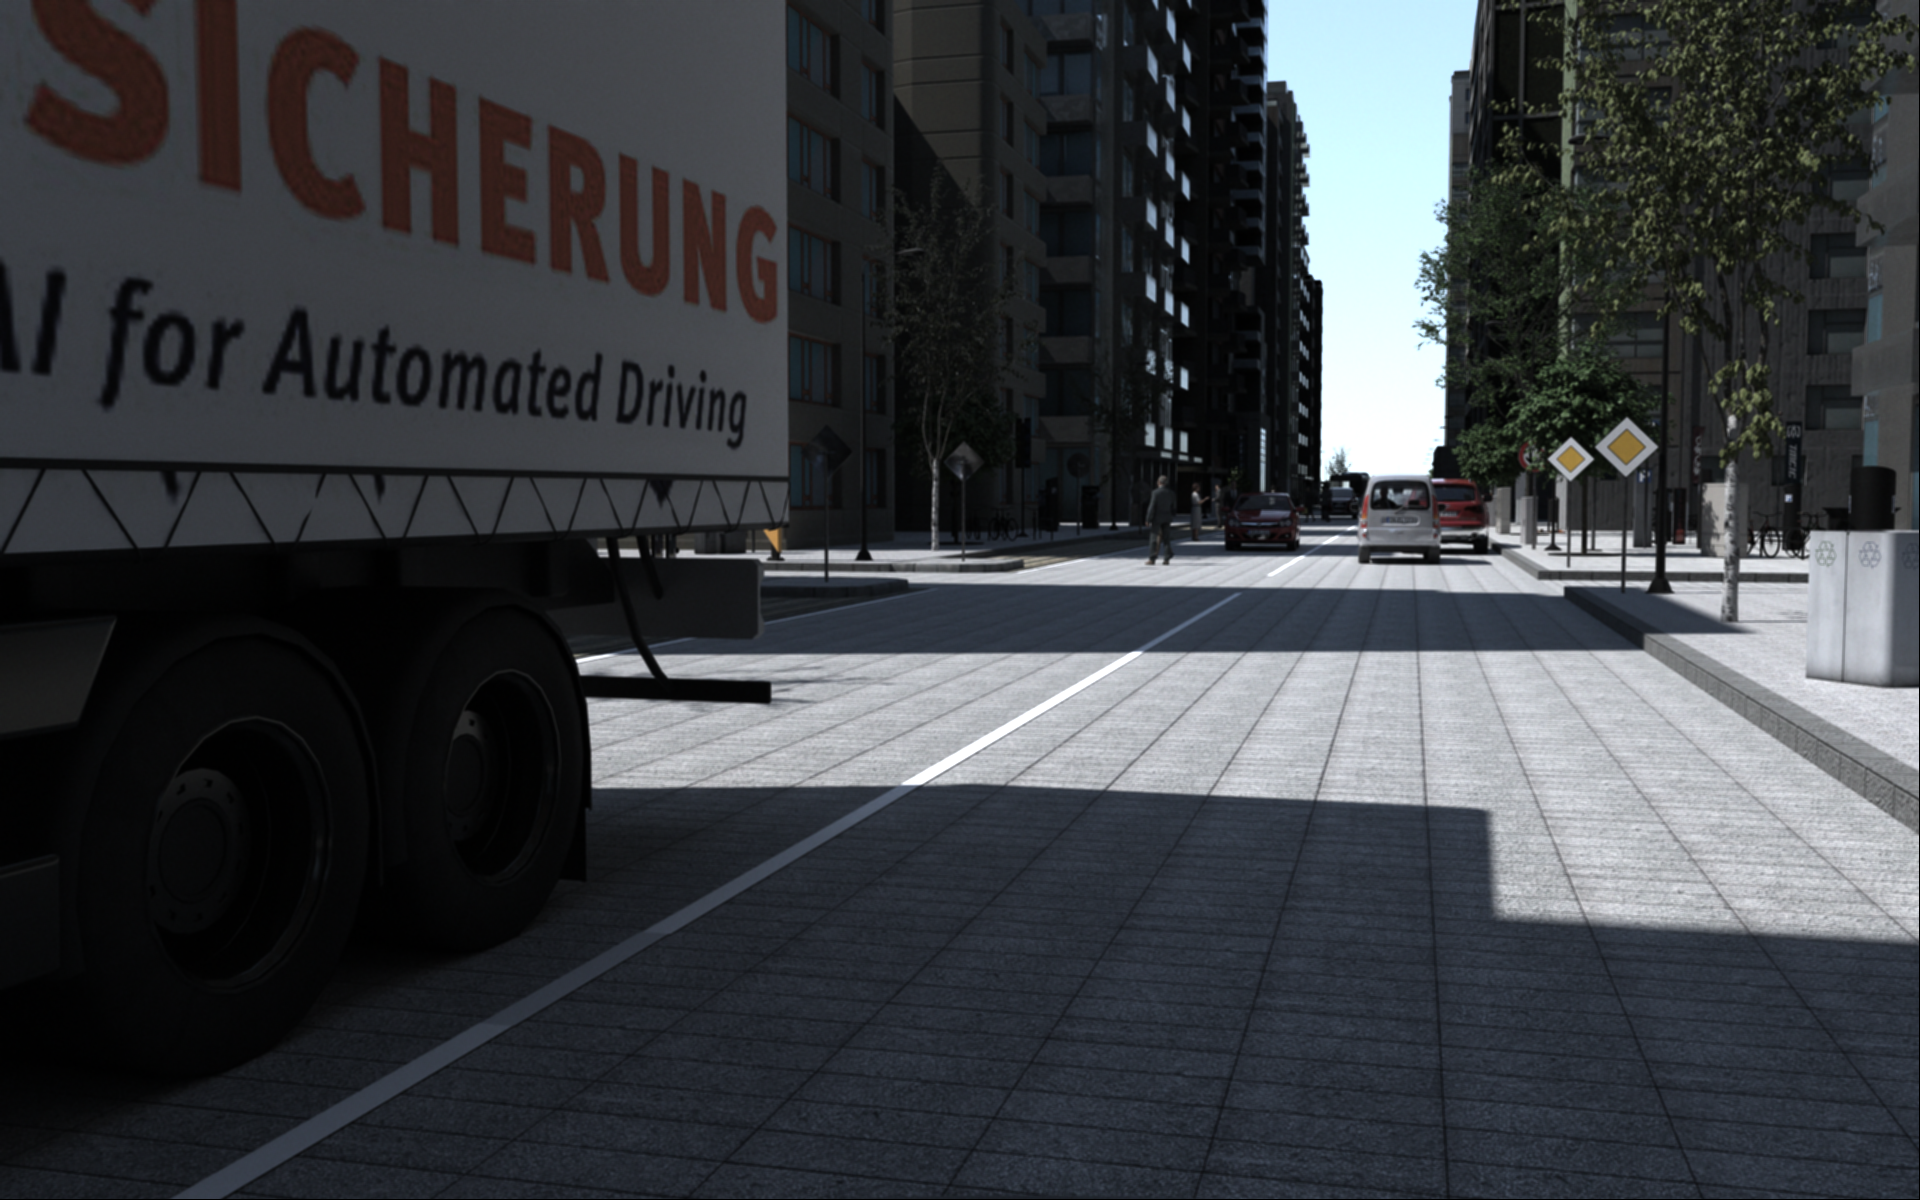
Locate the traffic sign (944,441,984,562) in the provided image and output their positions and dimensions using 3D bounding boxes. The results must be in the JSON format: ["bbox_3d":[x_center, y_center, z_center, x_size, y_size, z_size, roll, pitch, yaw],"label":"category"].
[{"bbox_3d":[0.068,-1.789,32.888,0.795,2.450,0.064,1,4,15],"label":"traffic sign"}]

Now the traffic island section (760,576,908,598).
[{"bbox_3d":[-1.964,-0.180,25.226,2.009,0.180,2.903,1,4,15],"label":"traffic island section"}]

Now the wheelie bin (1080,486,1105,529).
[{"bbox_3d":[4.854,-3.432,64.022,0.980,1.594,0.693,0,4,7],"label":"wheelie bin"}]

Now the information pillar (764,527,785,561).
[{"bbox_3d":[-3.595,-2.561,33.220,0.183,3.616,0.504,-3,5,-42],"label":"information pillar"}]

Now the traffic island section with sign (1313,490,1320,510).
[{"bbox_3d":[31.934,-8.998,155.741,1.989,1.847,2.006,1,4,15],"label":"traffic island section with sign"}]

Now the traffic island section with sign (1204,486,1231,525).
[{"bbox_3d":[12.469,-4.412,80.761,1.989,1.847,2.006,1,4,15],"label":"traffic island section with sign"}]

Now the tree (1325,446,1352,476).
[{"bbox_3d":[56.530,-18.858,258.693,4.737,8.622,4.395,0,3,0],"label":"tree"}]

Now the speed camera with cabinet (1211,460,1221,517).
[{"bbox_3d":[14.778,-6.451,99.817,0.660,3.252,2.038,1,4,8],"label":"speed camera with cabinet"}]

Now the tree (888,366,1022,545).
[{"bbox_3d":[-0.135,-3.714,44.435,4.285,4.588,4.351,0,3,0],"label":"tree"}]

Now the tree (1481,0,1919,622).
[{"bbox_3d":[7.493,-4.083,17.112,4.737,8.622,4.395,0,3,0],"label":"tree"}]

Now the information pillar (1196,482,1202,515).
[{"bbox_3d":[14.390,-6.120,104.558,0.304,2.012,0.304,3,5,40],"label":"information pillar"}]

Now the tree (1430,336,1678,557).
[{"bbox_3d":[13.026,-3.210,36.203,4.285,4.588,4.351,0,3,0],"label":"tree"}]

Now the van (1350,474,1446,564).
[{"bbox_3d":[9.353,-1.832,36.967,2.013,2.044,4.112,1,4,13],"label":"van"}]

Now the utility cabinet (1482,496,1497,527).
[{"bbox_3d":[20.788,-3.461,67.747,1.020,1.237,0.306,1,4,17],"label":"utility cabinet"}]

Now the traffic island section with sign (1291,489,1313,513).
[{"bbox_3d":[25.169,-7.402,129.645,1.989,1.847,2.006,1,4,15],"label":"traffic island section with sign"}]

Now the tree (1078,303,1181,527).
[{"bbox_3d":[6.388,-7.116,66.704,4.360,8.622,3.978,0,3,0],"label":"tree"}]

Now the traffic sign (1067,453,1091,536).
[{"bbox_3d":[3.658,-3.265,53.496,0.768,2.556,0.104,1,4,19],"label":"traffic sign"}]

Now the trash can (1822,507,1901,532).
[{"bbox_3d":[9.513,-0.408,18.320,0.748,1.137,0.748,0,3,0],"label":"trash can"}]

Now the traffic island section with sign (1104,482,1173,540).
[{"bbox_3d":[5.691,-2.816,54.669,1.989,1.847,2.006,1,4,15],"label":"traffic island section with sign"}]

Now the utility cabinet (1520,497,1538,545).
[{"bbox_3d":[14.603,-2.038,44.476,0.306,1.237,1.020,1,4,11],"label":"utility cabinet"}]

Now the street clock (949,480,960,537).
[{"bbox_3d":[-0.153,-2.894,51.890,0.358,2.002,0.471,0,4,-6],"label":"street clock"}]

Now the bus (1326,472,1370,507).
[{"bbox_3d":[32.081,-9.020,142.334,2.948,3.499,13.247,1,4,16],"label":"bus"}]

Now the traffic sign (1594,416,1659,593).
[{"bbox_3d":[8.601,-1.148,22.410,0.795,2.450,0.064,1,4,15],"label":"traffic sign"}]

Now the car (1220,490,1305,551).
[{"bbox_3d":[7.913,-2.209,45.149,2.155,1.783,4.494,1,4,13],"label":"car"}]

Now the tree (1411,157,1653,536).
[{"bbox_3d":[17.706,-7.839,53.928,9.928,11.665,9.643,0,3,0],"label":"tree"}]

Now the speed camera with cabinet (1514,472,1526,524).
[{"bbox_3d":[24.069,-4.876,74.059,0.660,3.252,2.038,1,4,20],"label":"speed camera with cabinet"}]

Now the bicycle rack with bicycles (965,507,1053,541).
[{"bbox_3d":[1.438,-2.144,48.444,2.852,0.926,2.925,0,4,-7],"label":"bicycle rack with bicycles"}]

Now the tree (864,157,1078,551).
[{"bbox_3d":[-0.368,-5.423,39.036,4.360,8.622,3.978,0,3,0],"label":"tree"}]

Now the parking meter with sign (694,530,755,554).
[{"bbox_3d":[-5.027,-2.520,37.460,0.543,3.016,1.738,2,4,34],"label":"parking meter with sign"}]

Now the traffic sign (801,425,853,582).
[{"bbox_3d":[-1.940,-1.316,25.159,0.795,2.450,0.064,1,4,15],"label":"traffic sign"}]

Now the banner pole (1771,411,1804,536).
[{"bbox_3d":[25.061,-3.821,52.488,0.863,3.779,0.401,1,4,9],"label":"banner pole"}]

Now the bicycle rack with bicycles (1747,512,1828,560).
[{"bbox_3d":[17.207,-1.293,34.524,2.852,0.926,2.925,0,4,1],"label":"bicycle rack with bicycles"}]

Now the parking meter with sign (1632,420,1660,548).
[{"bbox_3d":[16.433,-2.772,41.578,0.543,3.016,1.738,1,4,19],"label":"parking meter with sign"}]

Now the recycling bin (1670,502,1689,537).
[{"bbox_3d":[21.473,-2.420,52.114,0.722,1.027,0.722,2,4,32],"label":"recycling bin"}]

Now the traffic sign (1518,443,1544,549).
[{"bbox_3d":[13.332,-2.450,40.158,0.768,2.556,0.104,1,4,19],"label":"traffic sign"}]

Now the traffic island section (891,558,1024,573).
[{"bbox_3d":[0.043,-0.653,32.956,2.009,0.180,2.903,1,4,15],"label":"traffic island section"}]

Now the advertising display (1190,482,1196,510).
[{"bbox_3d":[12.273,-5.264,91.288,0.123,1.923,0.974,0,4,-2],"label":"advertising display"}]

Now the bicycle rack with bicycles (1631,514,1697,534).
[{"bbox_3d":[22.733,-2.527,54.696,2.925,0.926,2.852,0,4,6],"label":"bicycle rack with bicycles"}]

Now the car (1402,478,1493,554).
[{"bbox_3d":[12.077,-2.106,43.112,2.281,1.827,5.304,1,4,16],"label":"car"}]

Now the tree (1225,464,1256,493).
[{"bbox_3d":[18.962,-7.392,115.462,1.663,3.219,1.824,0,3,0],"label":"tree"}]

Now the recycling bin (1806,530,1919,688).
[{"bbox_3d":[6.345,0.043,11.859,0.722,1.027,0.722,-1,4,-19],"label":"recycling bin"}]

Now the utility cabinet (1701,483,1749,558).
[{"bbox_3d":[15.386,-1.599,34.828,0.318,1.500,1.173,0,4,-8],"label":"utility cabinet"}]

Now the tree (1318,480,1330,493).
[{"bbox_3d":[48.443,-14.307,228.523,1.663,3.219,1.824,0,3,0],"label":"tree"}]

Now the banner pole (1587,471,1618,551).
[{"bbox_3d":[14.481,-2.995,38.992,0.863,3.779,0.401,-1,4,-19],"label":"banner pole"}]

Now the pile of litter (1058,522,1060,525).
[{"bbox_3d":[3.562,-3.494,71.091,1.719,0.858,1.176,3,5,44],"label":"pile of litter"}]

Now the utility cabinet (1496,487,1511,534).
[{"bbox_3d":[17.496,-2.882,55.799,0.318,1.500,1.173,1,4,10],"label":"utility cabinet"}]

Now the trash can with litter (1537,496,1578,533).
[{"bbox_3d":[19.497,-2.828,57.298,1.678,1.210,2.233,-1,4,-15],"label":"trash can with litter"}]

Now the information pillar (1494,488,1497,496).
[{"bbox_3d":[22.967,-5.084,74.474,0.183,3.616,0.504,3,5,40],"label":"information pillar"}]

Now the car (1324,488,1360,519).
[{"bbox_3d":[22.133,-5.640,100.889,2.281,1.827,5.304,1,4,13],"label":"car"}]

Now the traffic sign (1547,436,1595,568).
[{"bbox_3d":[10.608,-1.621,30.140,0.795,2.450,0.064,1,4,15],"label":"traffic sign"}]

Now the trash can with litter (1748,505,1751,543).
[{"bbox_3d":[20.731,-2.105,45.811,0.624,1.170,1.055,0,4,2],"label":"trash can with litter"}]

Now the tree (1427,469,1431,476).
[{"bbox_3d":[21.861,-5.360,71.355,4.285,4.588,4.351,0,3,0],"label":"tree"}]
